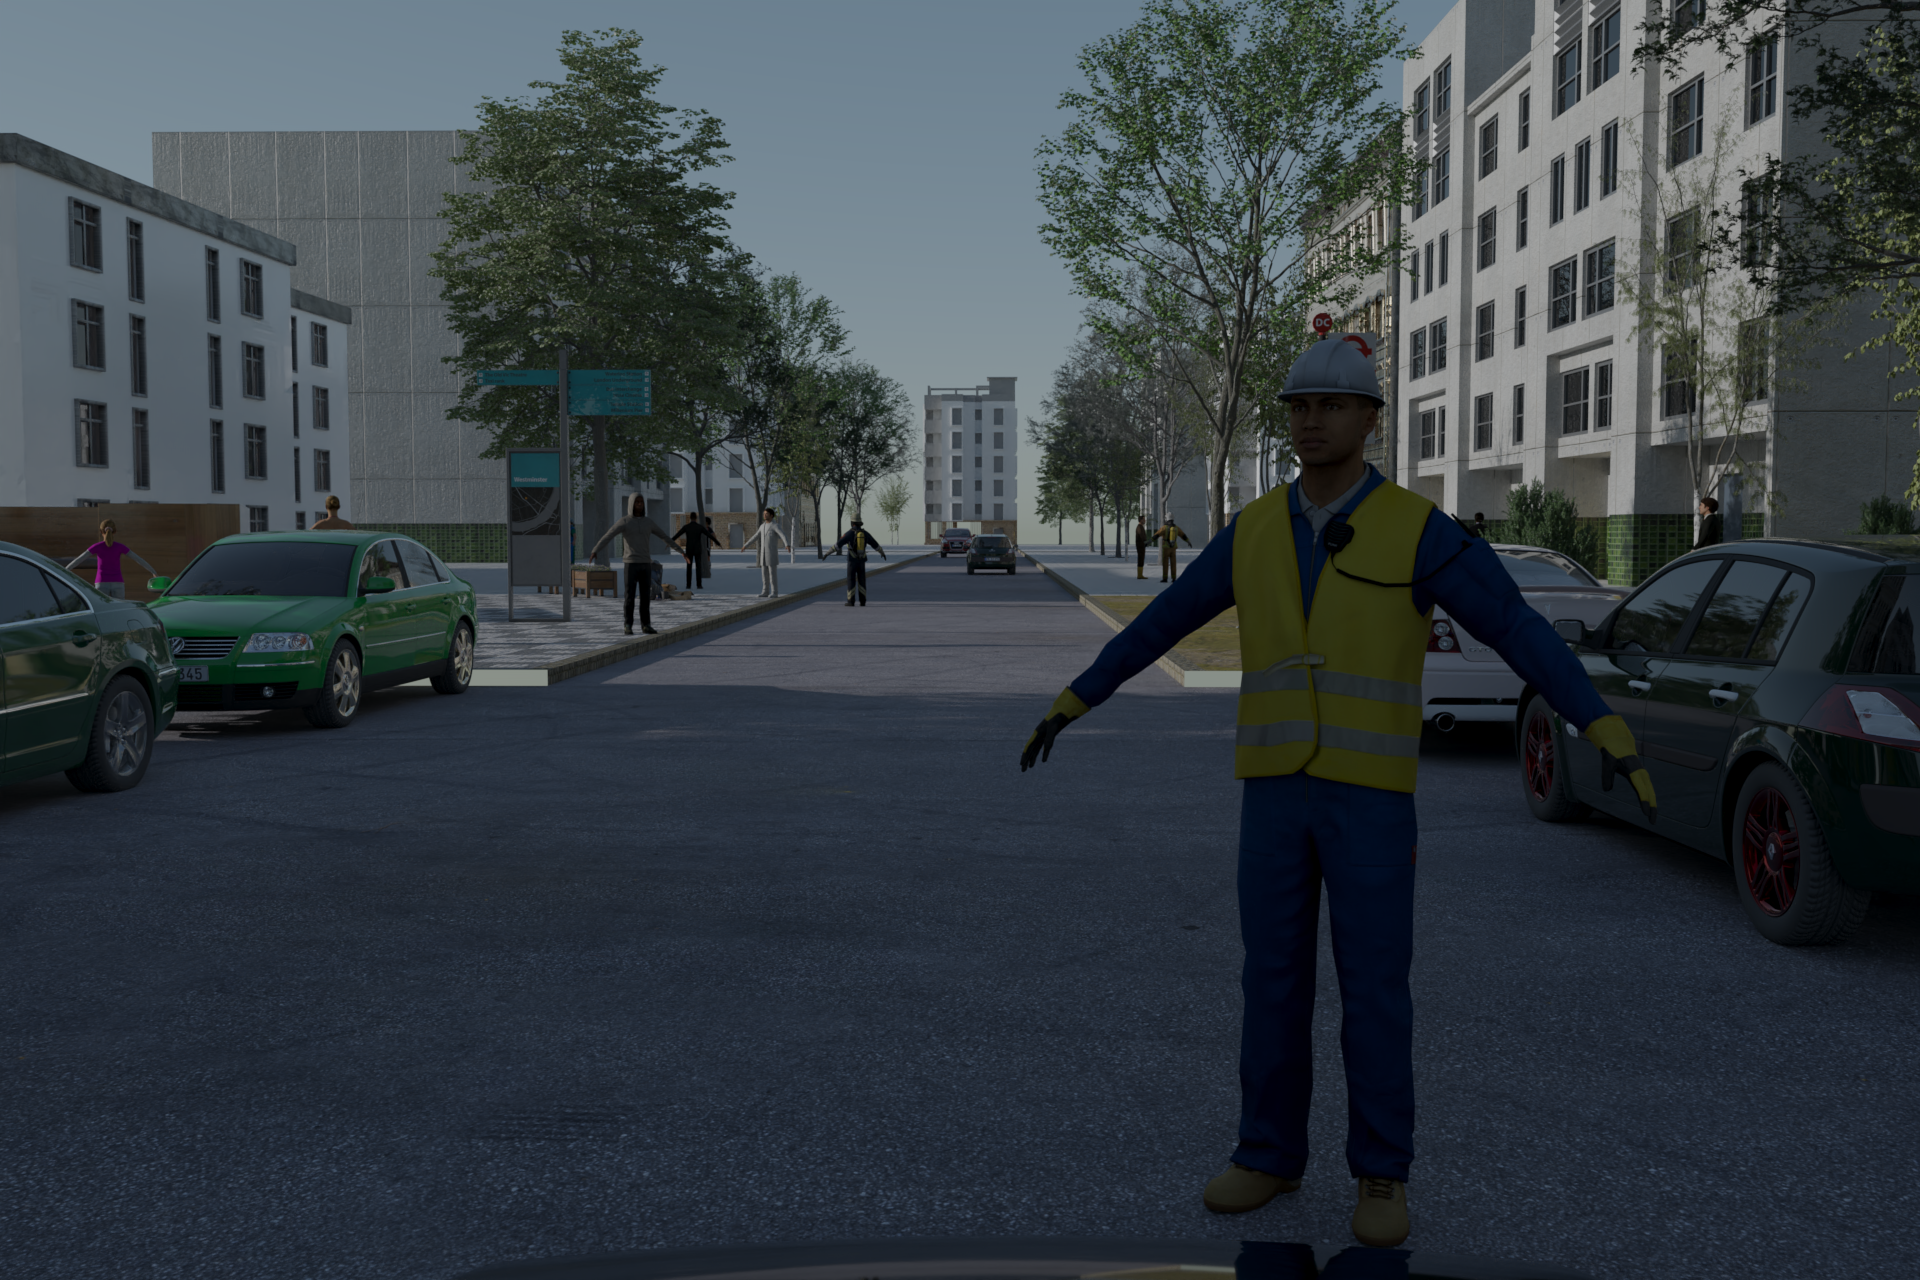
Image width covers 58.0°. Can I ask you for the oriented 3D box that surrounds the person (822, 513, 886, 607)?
[{"bbox_3d":[-2.061,-1.596,34.330,1.354,1.856,0.705,-2,4,-25],"label":"person"}]

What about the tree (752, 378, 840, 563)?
[{"bbox_3d":[-7.335,-7.687,76.038,4.737,8.622,4.395,0,3,0],"label":"tree"}]

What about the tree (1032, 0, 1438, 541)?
[{"bbox_3d":[4.909,-6.486,31.806,9.928,11.665,9.643,0,3,0],"label":"tree"}]

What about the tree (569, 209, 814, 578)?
[{"bbox_3d":[-7.734,-7.075,50.094,7.601,10.594,8.767,0,4,-1],"label":"tree"}]

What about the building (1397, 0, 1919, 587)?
[{"bbox_3d":[24.748,-11.201,49.589,16.747,18.905,31.486,0,4,1],"label":"building"}]

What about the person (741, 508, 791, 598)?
[{"bbox_3d":[-3.879,-1.765,35.045,1.347,1.806,0.705,3,4,38],"label":"person"}]

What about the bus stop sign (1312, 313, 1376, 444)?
[{"bbox_3d":[4.587,-1.974,20.975,0.855,3.939,0.416,0,4,1],"label":"bus stop sign"}]

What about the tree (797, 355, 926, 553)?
[{"bbox_3d":[-6.943,-12.690,117.844,12.009,13.543,11.850,0,3,0],"label":"tree"}]

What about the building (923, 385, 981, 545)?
[{"bbox_3d":[-4.181,-21.672,213.221,11.380,20.090,16.016,0,4,7],"label":"building"}]

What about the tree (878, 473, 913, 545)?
[{"bbox_3d":[-7.687,-15.727,207.501,4.737,8.622,4.395,0,3,0],"label":"tree"}]

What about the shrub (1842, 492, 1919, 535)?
[{"bbox_3d":[17.440,-1.753,32.704,1.661,2.075,1.752,0,3,0],"label":"shrub"}]

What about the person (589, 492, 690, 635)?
[{"bbox_3d":[-4.118,-0.981,22.165,1.348,1.813,0.705,-2,4,-31],"label":"person"}]

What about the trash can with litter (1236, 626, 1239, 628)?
[{"bbox_3d":[4.599,-0.712,22.695,1.678,1.210,2.233,0,4,0],"label":"trash can with litter"}]

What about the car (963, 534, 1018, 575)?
[{"bbox_3d":[1.108,-3.202,62.147,2.009,1.686,4.222,0,4,0],"label":"car"}]

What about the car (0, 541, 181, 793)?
[{"bbox_3d":[-5.587,0.212,8.335,2.131,1.459,4.920,0,4,1],"label":"car"}]

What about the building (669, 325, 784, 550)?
[{"bbox_3d":[-21.345,-17.641,144.848,16.016,20.090,11.380,0,4,2],"label":"building"}]

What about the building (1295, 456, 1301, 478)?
[{"bbox_3d":[25.949,-9.562,98.493,9.099,9.664,28.070,0,4,1],"label":"building"}]

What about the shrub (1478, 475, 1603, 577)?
[{"bbox_3d":[7.285,-1.071,21.929,1.690,2.028,1.600,0,3,0],"label":"shrub"}]

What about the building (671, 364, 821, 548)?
[{"bbox_3d":[-24.050,-20.816,171.277,19.493,23.208,18.063,0,4,1],"label":"building"}]

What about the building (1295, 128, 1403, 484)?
[{"bbox_3d":[25.714,-14.906,74.634,19.493,23.208,18.063,0,4,1],"label":"building"}]

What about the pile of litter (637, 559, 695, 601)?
[{"bbox_3d":[-5.806,-1.227,34.033,1.176,0.858,1.719,0,4,0],"label":"pile of litter"}]

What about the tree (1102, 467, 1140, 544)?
[{"bbox_3d":[21.145,-18.062,213.447,7.486,12.596,7.792,0,3,0],"label":"tree"}]

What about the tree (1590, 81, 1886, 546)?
[{"bbox_3d":[12.301,-4.814,29.069,4.360,8.622,3.978,0,3,0],"label":"tree"}]

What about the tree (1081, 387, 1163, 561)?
[{"bbox_3d":[7.889,-8.005,81.242,4.360,8.622,3.978,0,3,0],"label":"tree"}]

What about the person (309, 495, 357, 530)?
[{"bbox_3d":[-7.365,-0.827,20.329,1.217,1.733,0.721,-2,4,-30],"label":"person"}]

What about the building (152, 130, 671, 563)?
[{"bbox_3d":[-26.747,-13.799,92.071,16.747,18.905,31.486,0,4,1],"label":"building"}]

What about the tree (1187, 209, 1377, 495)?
[{"bbox_3d":[7.400,-5.486,40.055,4.737,8.622,4.395,0,3,0],"label":"tree"}]

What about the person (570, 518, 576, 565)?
[{"bbox_3d":[-12.637,-3.051,56.009,0.704,1.817,1.347,-2,4,-32],"label":"person"}]

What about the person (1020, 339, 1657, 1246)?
[{"bbox_3d":[0.758,0.294,3.625,1.349,1.833,0.705,2,4,32],"label":"person"}]

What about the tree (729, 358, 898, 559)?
[{"bbox_3d":[-7.280,-9.450,88.926,8.767,10.594,7.601,-2,4,-24],"label":"tree"}]

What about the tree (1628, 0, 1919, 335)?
[{"bbox_3d":[9.922,-4.904,14.596,8.767,10.594,7.601,-1,4,-14],"label":"tree"}]

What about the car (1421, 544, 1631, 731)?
[{"bbox_3d":[3.559,-0.029,12.837,2.083,1.381,4.827,0,4,0],"label":"car"}]

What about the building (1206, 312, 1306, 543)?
[{"bbox_3d":[26.355,-17.850,148.275,16.016,20.090,11.380,0,4,1],"label":"building"}]

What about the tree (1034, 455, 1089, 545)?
[{"bbox_3d":[12.611,-17.887,210.576,7.486,12.596,7.792,0,3,0],"label":"tree"}]

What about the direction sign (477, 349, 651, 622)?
[{"bbox_3d":[-5.722,-2.261,25.733,2.525,3.948,1.411,0,4,2],"label":"direction sign"}]

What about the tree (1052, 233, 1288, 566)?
[{"bbox_3d":[8.332,-9.767,70.059,12.009,13.543,11.850,0,3,0],"label":"tree"}]

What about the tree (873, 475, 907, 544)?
[{"bbox_3d":[-8.144,-16.088,213.402,4.360,8.622,3.978,0,3,0],"label":"tree"}]

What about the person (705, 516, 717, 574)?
[{"bbox_3d":[-7.922,-2.919,53.869,0.704,1.843,1.345,-3,5,-45],"label":"person"}]

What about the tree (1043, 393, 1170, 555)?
[{"bbox_3d":[8.785,-10.437,105.053,8.767,10.594,7.601,1,4,17],"label":"tree"}]

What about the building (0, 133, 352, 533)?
[{"bbox_3d":[-23.805,-6.632,50.573,9.099,9.664,28.070,0,4,2],"label":"building"}]

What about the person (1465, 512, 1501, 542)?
[{"bbox_3d":[10.863,-1.812,36.346,1.216,1.740,0.721,0,4,8],"label":"person"}]

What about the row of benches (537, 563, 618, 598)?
[{"bbox_3d":[-8.108,-1.283,36.438,1.422,0.672,4.104,-2,4,-27],"label":"row of benches"}]

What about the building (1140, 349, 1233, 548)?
[{"bbox_3d":[27.720,-18.796,173.764,16.747,18.905,31.486,0,4,2],"label":"building"}]

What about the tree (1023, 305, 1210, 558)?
[{"bbox_3d":[8.559,-11.178,93.138,12.009,13.543,11.850,0,3,0],"label":"tree"}]

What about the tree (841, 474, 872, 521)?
[{"bbox_3d":[-12.223,-15.731,207.558,4.360,8.622,3.978,0,3,0],"label":"tree"}]

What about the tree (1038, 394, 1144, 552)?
[{"bbox_3d":[9.284,-12.451,121.706,7.486,12.596,7.792,0,3,0],"label":"tree"}]

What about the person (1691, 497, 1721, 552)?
[{"bbox_3d":[10.668,-1.137,24.784,0.705,1.806,1.347,2,4,34],"label":"person"}]

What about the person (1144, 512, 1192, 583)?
[{"bbox_3d":[5.524,-2.446,45.756,1.354,1.858,0.705,-1,4,-14],"label":"person"}]

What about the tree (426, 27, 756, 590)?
[{"bbox_3d":[-8.271,-7.399,39.107,7.486,12.596,7.792,0,3,0],"label":"tree"}]

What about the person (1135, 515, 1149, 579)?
[{"bbox_3d":[5.171,-2.630,49.132,0.704,1.812,1.346,0,4,-1],"label":"person"}]

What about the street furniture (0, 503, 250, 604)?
[{"bbox_3d":[-12.776,-1.313,28.325,9.812,1.723,11.010,-1,4,-21],"label":"street furniture"}]

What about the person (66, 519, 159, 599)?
[{"bbox_3d":[-8.832,-0.533,17.984,0.991,1.433,0.599,-2,4,-30],"label":"person"}]

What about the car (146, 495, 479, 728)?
[{"bbox_3d":[-5.371,-0.331,14.201,1.959,1.807,4.718,0,4,2],"label":"car"}]

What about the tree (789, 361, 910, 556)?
[{"bbox_3d":[-7.009,-10.826,102.757,9.928,11.665,9.643,0,3,0],"label":"tree"}]

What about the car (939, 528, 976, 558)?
[{"bbox_3d":[-0.141,-5.998,106.748,2.281,1.827,5.304,0,4,1],"label":"car"}]

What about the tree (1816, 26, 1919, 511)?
[{"bbox_3d":[13.524,-4.462,23.324,4.737,8.622,4.395,0,3,0],"label":"tree"}]

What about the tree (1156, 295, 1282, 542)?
[{"bbox_3d":[7.708,-6.343,54.071,4.360,8.622,3.978,0,3,0],"label":"tree"}]

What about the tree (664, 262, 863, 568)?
[{"bbox_3d":[-7.541,-8.560,65.704,9.928,11.665,9.643,0,3,0],"label":"tree"}]

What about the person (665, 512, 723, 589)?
[{"bbox_3d":[-6.230,-2.099,40.546,1.346,1.802,0.704,0,4,-4],"label":"person"}]

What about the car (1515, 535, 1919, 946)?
[{"bbox_3d":[3.705,0.146,7.402,2.009,1.686,4.222,0,4,1],"label":"car"}]
